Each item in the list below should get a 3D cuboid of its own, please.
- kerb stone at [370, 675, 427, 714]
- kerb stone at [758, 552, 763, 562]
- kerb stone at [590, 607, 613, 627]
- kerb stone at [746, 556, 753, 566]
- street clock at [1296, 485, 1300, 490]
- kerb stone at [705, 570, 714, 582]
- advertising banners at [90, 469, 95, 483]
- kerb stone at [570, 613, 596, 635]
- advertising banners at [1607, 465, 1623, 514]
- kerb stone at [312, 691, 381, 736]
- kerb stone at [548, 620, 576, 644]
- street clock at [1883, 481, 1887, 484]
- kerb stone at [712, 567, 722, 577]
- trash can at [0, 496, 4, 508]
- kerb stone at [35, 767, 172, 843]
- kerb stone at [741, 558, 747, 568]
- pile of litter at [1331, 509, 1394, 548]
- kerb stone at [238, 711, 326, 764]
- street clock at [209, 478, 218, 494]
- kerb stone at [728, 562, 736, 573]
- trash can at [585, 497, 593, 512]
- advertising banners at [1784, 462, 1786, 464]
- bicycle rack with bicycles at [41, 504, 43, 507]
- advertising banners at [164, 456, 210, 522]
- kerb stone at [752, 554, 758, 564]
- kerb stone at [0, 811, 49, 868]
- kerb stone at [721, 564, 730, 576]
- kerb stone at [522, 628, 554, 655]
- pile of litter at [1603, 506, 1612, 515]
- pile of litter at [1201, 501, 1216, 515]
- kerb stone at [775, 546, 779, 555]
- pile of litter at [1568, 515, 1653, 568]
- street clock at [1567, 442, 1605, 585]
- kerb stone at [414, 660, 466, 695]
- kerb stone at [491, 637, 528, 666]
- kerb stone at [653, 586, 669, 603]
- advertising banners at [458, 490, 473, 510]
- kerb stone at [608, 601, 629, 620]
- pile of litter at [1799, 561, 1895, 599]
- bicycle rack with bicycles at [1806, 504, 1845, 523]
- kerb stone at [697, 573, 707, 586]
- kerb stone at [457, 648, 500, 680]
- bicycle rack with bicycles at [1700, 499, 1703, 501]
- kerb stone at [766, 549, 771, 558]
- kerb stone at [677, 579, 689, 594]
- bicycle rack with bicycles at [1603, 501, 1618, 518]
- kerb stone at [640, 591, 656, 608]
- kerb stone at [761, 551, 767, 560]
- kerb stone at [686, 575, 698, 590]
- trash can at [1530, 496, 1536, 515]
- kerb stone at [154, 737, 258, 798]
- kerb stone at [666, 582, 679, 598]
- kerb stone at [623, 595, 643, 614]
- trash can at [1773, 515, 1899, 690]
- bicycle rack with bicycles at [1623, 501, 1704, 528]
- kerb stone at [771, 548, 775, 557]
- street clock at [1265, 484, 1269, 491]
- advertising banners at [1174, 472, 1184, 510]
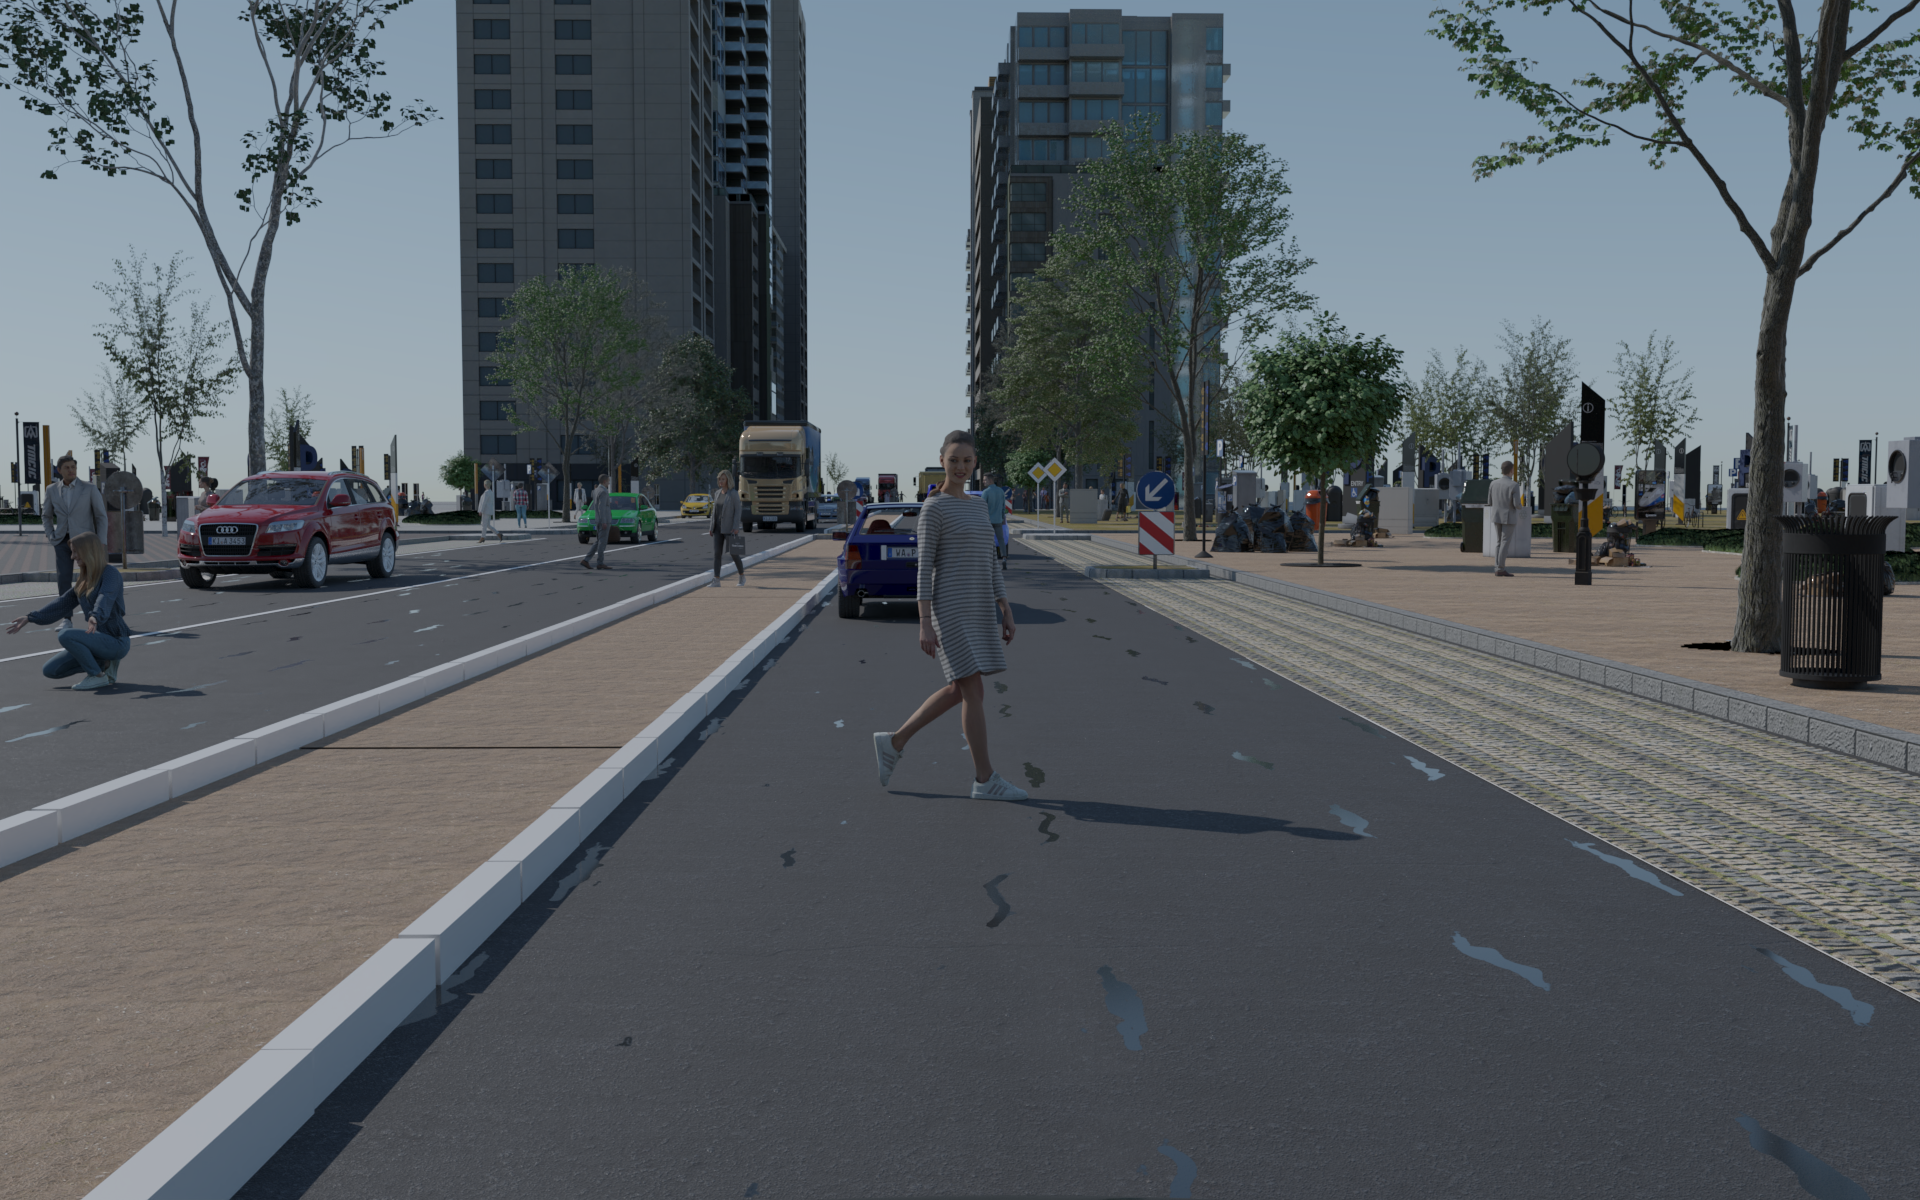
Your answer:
[{"bbox_3d":[-3.808,0.648,11.657,0.120,0.150,1.000,0,4,-1],"label":"kerb stone"},{"bbox_3d":[-4.291,-0.859,36.242,0.120,0.150,1.000,0,4,-1],"label":"kerb stone"},{"bbox_3d":[-3.950,0.206,18.824,0.120,0.150,1.000,0,4,-1],"label":"kerb stone"},{"bbox_3d":[-4.253,-0.730,34.192,0.120,0.150,1.000,0,4,-1],"label":"kerb stone"},{"bbox_3d":[26.695,-8.108,137.142,0.358,2.002,0.471,-1,4,-13],"label":"street clock"},{"bbox_3d":[-4.128,-0.349,28.037,0.120,0.150,1.000,0,4,-1],"label":"kerb stone"},{"bbox_3d":[-60.100,-7.487,118.600,2.074,3.025,0.090,-1,4,-13],"label":"advertising banners"},{"bbox_3d":[-3.927,0.269,17.802,0.120,0.150,1.000,0,4,-1],"label":"kerb stone"},{"bbox_3d":[38.809,-6.606,104.190,2.074,3.025,0.090,0,4,6],"label":"advertising banners"},{"bbox_3d":[-3.788,0.707,10.634,0.120,0.150,1.000,0,4,-1],"label":"kerb stone"},{"bbox_3d":[-3.907,0.331,16.780,0.120,0.150,1.000,0,4,-1],"label":"kerb stone"},{"bbox_3d":[53.070,-5.783,99.117,0.358,2.002,0.471,-1,4,-22],"label":"street clock"},{"bbox_3d":[-4.157,-0.420,29.070,0.120,0.150,1.000,0,4,-1],"label":"kerb stone"},{"bbox_3d":[-63.796,-6.314,114.884,0.748,1.137,0.748,0,3,0],"label":"trash can"},{"bbox_3d":[-3.732,0.895,7.559,0.120,0.150,1.000,0,4,-1],"label":"kerb stone"},{"bbox_3d":[-4.234,-0.671,33.170,0.120,0.150,1.000,0,4,-1],"label":"kerb stone"},{"bbox_3d":[9.667,-1.724,42.147,1.176,0.858,1.719,0,4,-1],"label":"pile of litter"},{"bbox_3d":[-3.769,0.770,9.612,0.120,0.150,1.000,0,4,-1],"label":"kerb stone"},{"bbox_3d":[-33.351,-4.452,77.352,0.471,2.002,0.358,2,4,29],"label":"street clock"},{"bbox_3d":[-4.187,-0.546,31.126,0.120,0.150,1.000,0,4,-1],"label":"kerb stone"},{"bbox_3d":[-19.131,-4.784,89.868,0.748,1.137,0.748,0,3,0],"label":"trash can"},{"bbox_3d":[44.333,-5.898,92.619,0.090,3.025,2.074,0,4,8],"label":"advertising banners"},{"bbox_3d":[-61.167,-6.316,116.651,2.925,0.926,2.852,-2,4,-30],"label":"bicycle rack with bicycles"},{"bbox_3d":[-35.824,-5.142,80.252,2.074,3.025,0.090,0,4,-8],"label":"advertising banners"},{"bbox_3d":[-4.272,-0.796,35.214,0.120,0.150,1.000,0,4,-1],"label":"kerb stone"},{"bbox_3d":[-3.710,0.960,6.524,0.120,0.150,1.000,0,4,-1],"label":"kerb stone"},{"bbox_3d":[-4.167,-0.481,30.099,0.120,0.150,1.000,0,4,-1],"label":"kerb stone"},{"bbox_3d":[-3.886,0.394,15.758,0.120,0.150,1.000,0,4,-1],"label":"kerb stone"},{"bbox_3d":[24.699,-3.237,66.886,1.176,0.858,1.719,0,4,2],"label":"pile of litter"},{"bbox_3d":[15.729,-5.762,108.172,1.719,0.858,1.176,-3,5,-40],"label":"pile of litter"},{"bbox_3d":[-4.368,-1.110,40.339,0.120,0.150,1.000,0,4,-1],"label":"kerb stone"},{"bbox_3d":[11.622,-1.041,30.982,1.176,0.858,1.719,0,4,-5],"label":"pile of litter"},{"bbox_3d":[8.796,-1.212,24.384,0.471,2.002,0.358,3,4,36],"label":"street clock"},{"bbox_3d":[-3.833,0.583,12.688,0.120,0.150,1.000,0,4,-1],"label":"kerb stone"},{"bbox_3d":[-3.870,0.457,14.736,0.120,0.150,1.000,0,4,-1],"label":"kerb stone"},{"bbox_3d":[-4.025,-0.044,22.923,0.120,0.150,1.000,0,4,-1],"label":"kerb stone"},{"bbox_3d":[-38.960,-8.564,136.214,2.074,3.025,0.090,3,5,42],"label":"advertising banners"},{"bbox_3d":[-3.972,0.148,19.848,0.120,0.150,1.000,0,4,-1],"label":"kerb stone"},{"bbox_3d":[11.154,-0.486,21.904,1.719,0.858,1.176,-2,4,-30],"label":"pile of litter"},{"bbox_3d":[33.701,-3.158,65.013,2.852,0.926,2.925,-1,4,-8],"label":"bicycle rack with bicycles"},{"bbox_3d":[-4.110,-0.295,27.012,0.120,0.150,1.000,0,4,-1],"label":"kerb stone"},{"bbox_3d":[-3.848,0.519,13.714,0.120,0.150,1.000,0,4,-1],"label":"kerb stone"},{"bbox_3d":[58.000,-7.626,138.059,2.852,0.926,2.925,2,4,27],"label":"bicycle rack with bicycles"},{"bbox_3d":[-4.335,-0.985,38.294,0.120,0.150,1.000,0,4,-1],"label":"kerb stone"},{"bbox_3d":[-4.070,-0.170,24.967,0.120,0.150,1.000,0,4,-1],"label":"kerb stone"},{"bbox_3d":[35.875,-5.005,95.216,2.852,0.926,2.925,0,4,7],"label":"bicycle rack with bicycles"},{"bbox_3d":[-4.021,0.018,21.901,0.120,0.150,1.000,0,4,-1],"label":"kerb stone"},{"bbox_3d":[-4.315,-0.918,37.269,0.120,0.150,1.000,0,4,-1],"label":"kerb stone"},{"bbox_3d":[-4.094,-0.232,25.989,0.120,0.150,1.000,0,4,-1],"label":"kerb stone"},{"bbox_3d":[36.302,-6.035,110.320,0.748,1.137,0.748,0,3,0],"label":"trash can"},{"bbox_3d":[-3.751,0.836,8.590,0.120,0.150,1.000,0,4,-1],"label":"kerb stone"},{"bbox_3d":[-4.052,-0.107,23.945,0.120,0.150,1.000,0,4,-1],"label":"kerb stone"},{"bbox_3d":[-3.996,0.081,20.875,0.120,0.150,1.000,0,4,-1],"label":"kerb stone"},{"bbox_3d":[5.811,0.007,11.541,0.748,1.137,0.748,0,3,0],"label":"trash can"},{"bbox_3d":[27.210,-3.232,66.220,2.852,0.926,2.925,2,4,29],"label":"bicycle rack with bicycles"},{"bbox_3d":[-4.351,-1.044,39.317,0.120,0.150,1.000,0,4,-1],"label":"kerb stone"},{"bbox_3d":[23.005,-7.702,130.500,0.358,2.002,0.471,-3,4,-38],"label":"street clock"},{"bbox_3d":[17.028,-8.597,136.743,2.074,3.025,0.090,1,4,20],"label":"advertising banners"}]
